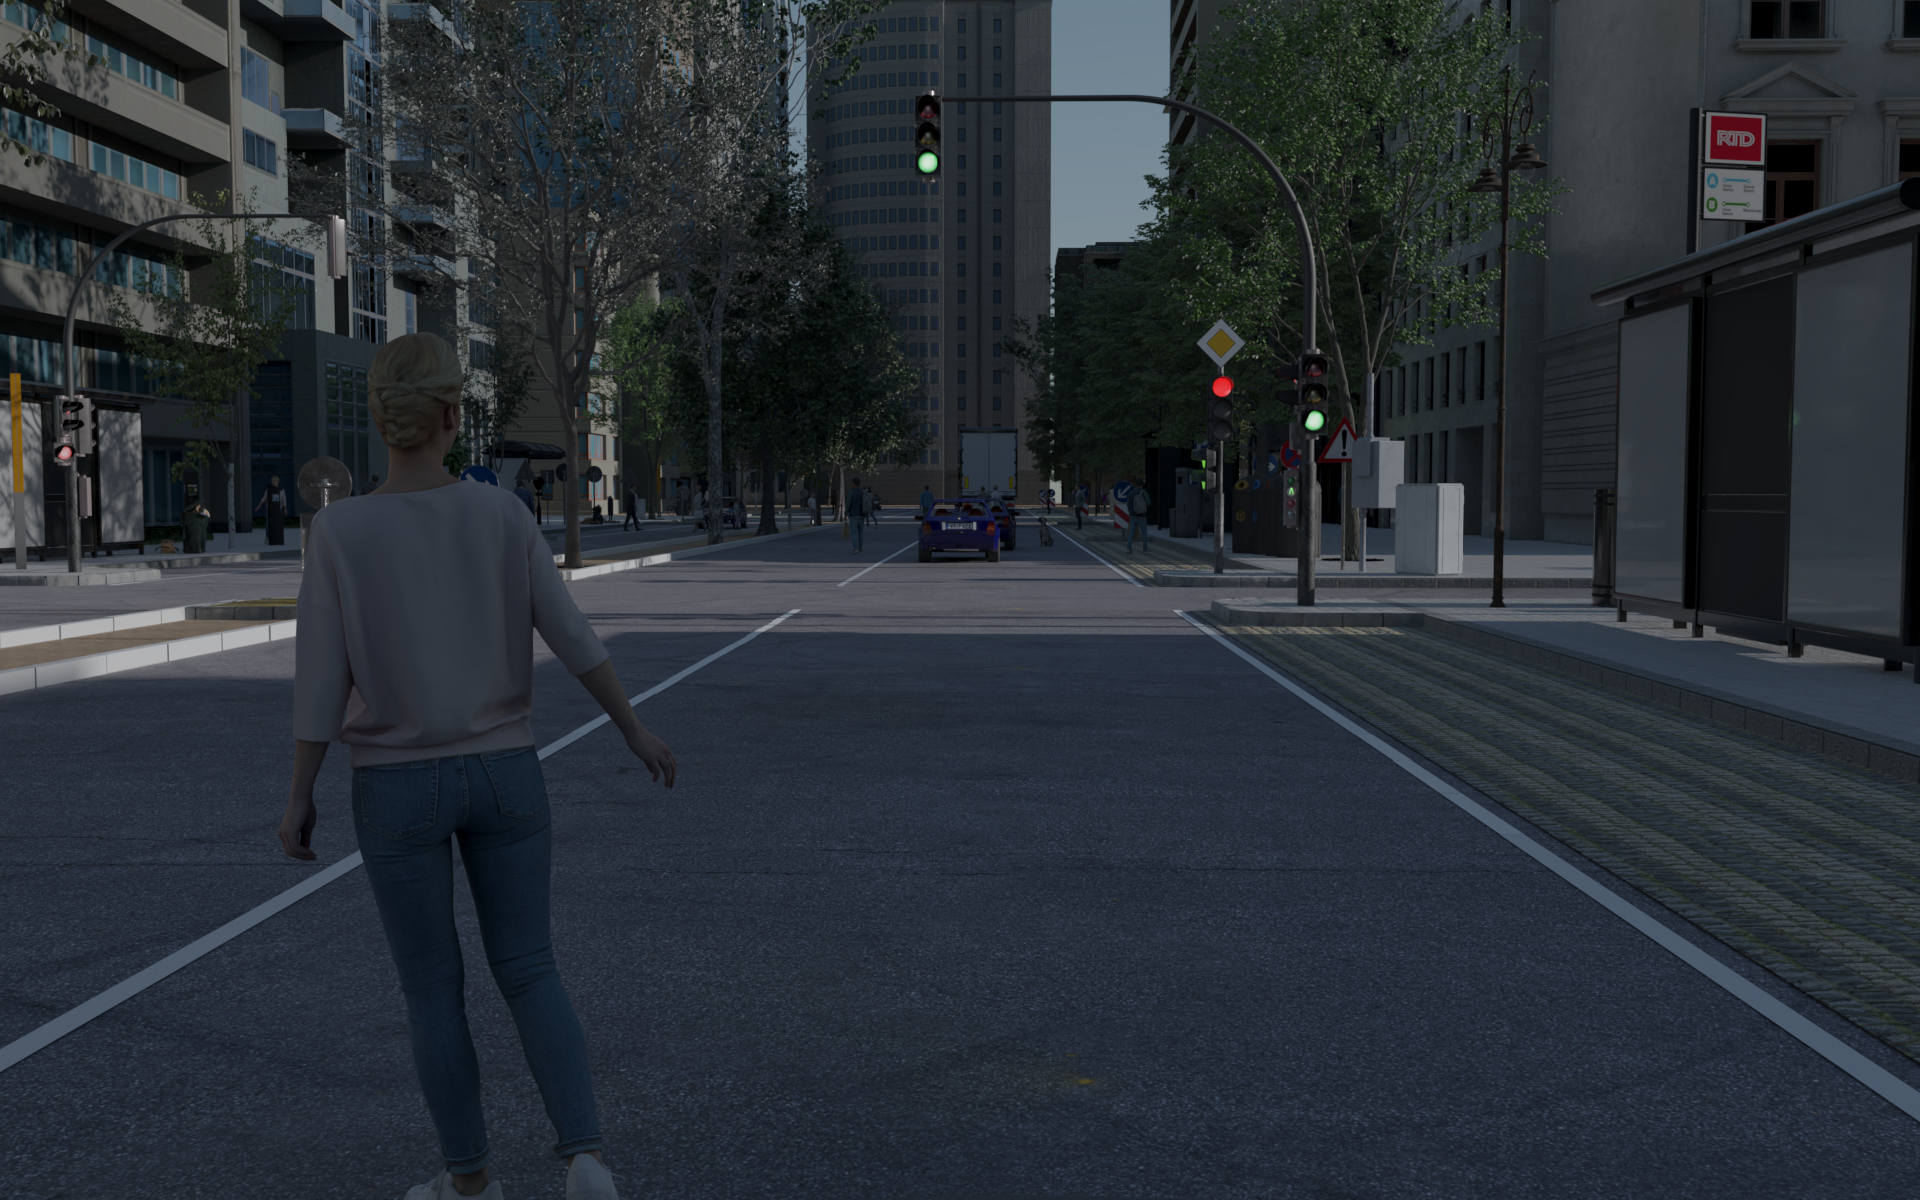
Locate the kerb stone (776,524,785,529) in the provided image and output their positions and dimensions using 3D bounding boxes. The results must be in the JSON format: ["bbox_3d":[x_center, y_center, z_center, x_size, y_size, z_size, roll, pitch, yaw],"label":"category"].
[{"bbox_3d":[-7.535,-3.065,72.325,0.120,0.150,1.000,0,4,1],"label":"kerb stone"}]

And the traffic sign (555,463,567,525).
[{"bbox_3d":[-16.301,-4.357,71.337,0.768,2.556,0.104,1,4,9],"label":"traffic sign"}]

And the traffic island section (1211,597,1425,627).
[{"bbox_3d":[3.999,0.141,19.977,2.009,0.180,2.903,0,4,1],"label":"traffic island section"}]

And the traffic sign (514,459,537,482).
[{"bbox_3d":[-16.135,-3.936,64.350,0.884,2.594,0.081,0,4,8],"label":"traffic sign"}]

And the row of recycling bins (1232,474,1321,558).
[{"bbox_3d":[6.641,-1.787,36.331,1.069,1.692,3.534,-1,4,-10],"label":"row of recycling bins"}]

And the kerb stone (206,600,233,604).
[{"bbox_3d":[-8.806,0.102,20.575,0.120,0.150,1.000,0,4,1],"label":"kerb stone"}]

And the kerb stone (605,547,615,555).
[{"bbox_3d":[-8.317,-1.121,40.589,0.120,0.150,1.000,0,4,1],"label":"kerb stone"}]

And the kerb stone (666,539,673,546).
[{"bbox_3d":[-8.138,-1.564,47.759,0.120,0.150,1.000,0,4,1],"label":"kerb stone"}]

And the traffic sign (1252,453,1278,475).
[{"bbox_3d":[9.231,-3.201,52.442,0.768,2.556,0.104,0,4,5],"label":"traffic sign"}]

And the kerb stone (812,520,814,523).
[{"bbox_3d":[-7.266,-3.756,83.599,0.120,0.150,1.000,0,4,1],"label":"kerb stone"}]

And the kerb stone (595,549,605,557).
[{"bbox_3d":[-8.339,-1.062,39.567,0.120,0.150,1.000,0,4,1],"label":"kerb stone"}]

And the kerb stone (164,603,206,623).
[{"bbox_3d":[-8.830,0.162,19.554,0.120,0.150,1.000,0,4,1],"label":"kerb stone"}]

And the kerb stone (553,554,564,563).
[{"bbox_3d":[-8.414,-0.874,36.495,0.120,0.150,1.000,0,4,1],"label":"kerb stone"}]

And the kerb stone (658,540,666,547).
[{"bbox_3d":[-8.163,-1.498,46.737,0.120,0.150,1.000,0,4,1],"label":"kerb stone"}]

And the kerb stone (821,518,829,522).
[{"bbox_3d":[-7.083,-4.194,90.768,0.120,0.150,1.000,0,4,1],"label":"kerb stone"}]

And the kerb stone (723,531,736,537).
[{"bbox_3d":[-7.860,-2.252,59.020,0.120,0.150,1.000,0,4,1],"label":"kerb stone"}]

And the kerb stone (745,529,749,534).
[{"bbox_3d":[-7.790,-2.440,62.090,0.120,0.150,1.000,0,4,1],"label":"kerb stone"}]

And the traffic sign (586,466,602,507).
[{"bbox_3d":[-16.383,-4.738,77.564,0.768,2.556,0.104,1,4,10],"label":"traffic sign"}]

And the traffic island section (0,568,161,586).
[{"bbox_3d":[-14.541,-0.376,28.420,2.009,0.180,2.903,0,4,1],"label":"traffic island section"}]

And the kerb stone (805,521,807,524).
[{"bbox_3d":[-7.332,-3.566,80.532,0.120,0.150,1.000,0,4,1],"label":"kerb stone"}]

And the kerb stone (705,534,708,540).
[{"bbox_3d":[-7.986,-1.939,53.897,0.120,0.150,1.000,0,4,1],"label":"kerb stone"}]

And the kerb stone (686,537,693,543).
[{"bbox_3d":[-8.055,-1.751,50.829,0.120,0.150,1.000,0,4,1],"label":"kerb stone"}]

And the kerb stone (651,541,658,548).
[{"bbox_3d":[-8.190,-1.438,45.715,0.120,0.150,1.000,0,4,1],"label":"kerb stone"}]

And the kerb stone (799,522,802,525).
[{"bbox_3d":[-7.388,-3.442,78.472,0.120,0.150,1.000,0,4,1],"label":"kerb stone"}]

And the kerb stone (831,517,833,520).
[{"bbox_3d":[-7.036,-4.319,92.815,0.120,0.150,1.000,0,4,1],"label":"kerb stone"}]

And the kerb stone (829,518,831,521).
[{"bbox_3d":[-7.064,-4.255,91.790,0.120,0.150,1.000,0,4,1],"label":"kerb stone"}]

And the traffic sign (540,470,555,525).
[{"bbox_3d":[-17.280,-4.308,72.561,0.606,2.300,0.079,0,4,3],"label":"traffic sign"}]

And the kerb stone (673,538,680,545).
[{"bbox_3d":[-8.120,-1.626,48.781,0.120,0.150,1.000,0,4,1],"label":"kerb stone"}]

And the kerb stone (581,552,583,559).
[{"bbox_3d":[-8.394,-0.932,37.524,0.120,0.150,1.000,0,4,1],"label":"kerb stone"}]

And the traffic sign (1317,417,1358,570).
[{"bbox_3d":[6.449,-1.782,29.141,0.884,2.594,0.081,0,4,3],"label":"traffic sign"}]

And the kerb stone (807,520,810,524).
[{"bbox_3d":[-7.314,-3.630,81.555,0.120,0.150,1.000,0,4,1],"label":"kerb stone"}]

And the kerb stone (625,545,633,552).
[{"bbox_3d":[-8.271,-1.250,42.639,0.120,0.150,1.000,0,4,1],"label":"kerb stone"}]

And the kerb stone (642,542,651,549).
[{"bbox_3d":[-8.212,-1.376,44.693,0.120,0.150,1.000,0,4,1],"label":"kerb stone"}]

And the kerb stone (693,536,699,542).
[{"bbox_3d":[-8.036,-1.814,51.851,0.120,0.150,1.000,0,4,1],"label":"kerb stone"}]

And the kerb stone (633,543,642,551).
[{"bbox_3d":[-8.237,-1.313,43.671,0.120,0.150,1.000,0,4,1],"label":"kerb stone"}]

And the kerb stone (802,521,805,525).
[{"bbox_3d":[-7.356,-3.504,79.510,0.120,0.150,1.000,0,4,1],"label":"kerb stone"}]

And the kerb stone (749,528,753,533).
[{"bbox_3d":[-7.762,-2.503,63.113,0.120,0.150,1.000,0,4,1],"label":"kerb stone"}]

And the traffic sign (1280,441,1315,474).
[{"bbox_3d":[7.553,-2.371,38.868,0.768,2.556,0.104,0,4,5],"label":"traffic sign"}]

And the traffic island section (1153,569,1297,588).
[{"bbox_3d":[4.195,-0.347,27.959,2.009,0.180,2.903,0,4,1],"label":"traffic island section"}]

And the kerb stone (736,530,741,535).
[{"bbox_3d":[-7.831,-2.308,60.047,0.120,0.150,1.000,0,4,1],"label":"kerb stone"}]

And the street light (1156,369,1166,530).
[{"bbox_3d":[7.088,-5.417,61.351,0.468,5.910,1.993,0,4,1],"label":"street light"}]

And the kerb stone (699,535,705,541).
[{"bbox_3d":[-8.018,-1.874,52.876,0.120,0.150,1.000,0,4,1],"label":"kerb stone"}]

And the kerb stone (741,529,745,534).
[{"bbox_3d":[-7.819,-2.376,61.069,0.120,0.150,1.000,0,4,1],"label":"kerb stone"}]

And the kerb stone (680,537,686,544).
[{"bbox_3d":[-8.091,-1.689,49.803,0.120,0.150,1.000,0,4,1],"label":"kerb stone"}]

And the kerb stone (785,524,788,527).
[{"bbox_3d":[-7.518,-3.129,73.347,0.120,0.150,1.000,0,4,1],"label":"kerb stone"}]

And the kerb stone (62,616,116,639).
[{"bbox_3d":[-8.877,0.295,17.511,0.120,0.150,1.000,0,4,1],"label":"kerb stone"}]

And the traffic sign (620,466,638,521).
[{"bbox_3d":[-15.496,-4.956,81.029,0.884,2.594,0.081,1,4,9],"label":"traffic sign"}]

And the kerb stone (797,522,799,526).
[{"bbox_3d":[-7.414,-3.379,77.446,0.120,0.150,1.000,0,4,1],"label":"kerb stone"}]

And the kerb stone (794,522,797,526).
[{"bbox_3d":[-7.434,-3.316,76.417,0.120,0.150,1.000,0,4,1],"label":"kerb stone"}]

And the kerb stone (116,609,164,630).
[{"bbox_3d":[-8.852,0.225,18.532,0.120,0.150,1.000,0,4,1],"label":"kerb stone"}]

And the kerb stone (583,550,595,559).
[{"bbox_3d":[-8.365,-0.992,38.546,0.120,0.150,1.000,0,4,1],"label":"kerb stone"}]

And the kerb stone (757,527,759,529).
[{"bbox_3d":[-7.711,-2.628,65.162,0.120,0.150,1.000,0,4,1],"label":"kerb stone"}]

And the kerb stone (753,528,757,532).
[{"bbox_3d":[-7.738,-2.565,64.140,0.120,0.150,1.000,0,4,1],"label":"kerb stone"}]

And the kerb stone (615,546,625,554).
[{"bbox_3d":[-8.290,-1.184,41.617,0.120,0.150,1.000,0,4,1],"label":"kerb stone"}]

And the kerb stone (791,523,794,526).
[{"bbox_3d":[-7.464,-3.250,75.396,0.120,0.150,1.000,0,4,1],"label":"kerb stone"}]

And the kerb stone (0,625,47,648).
[{"bbox_3d":[-8.907,0.354,16.489,0.120,0.150,1.000,0,4,1],"label":"kerb stone"}]
